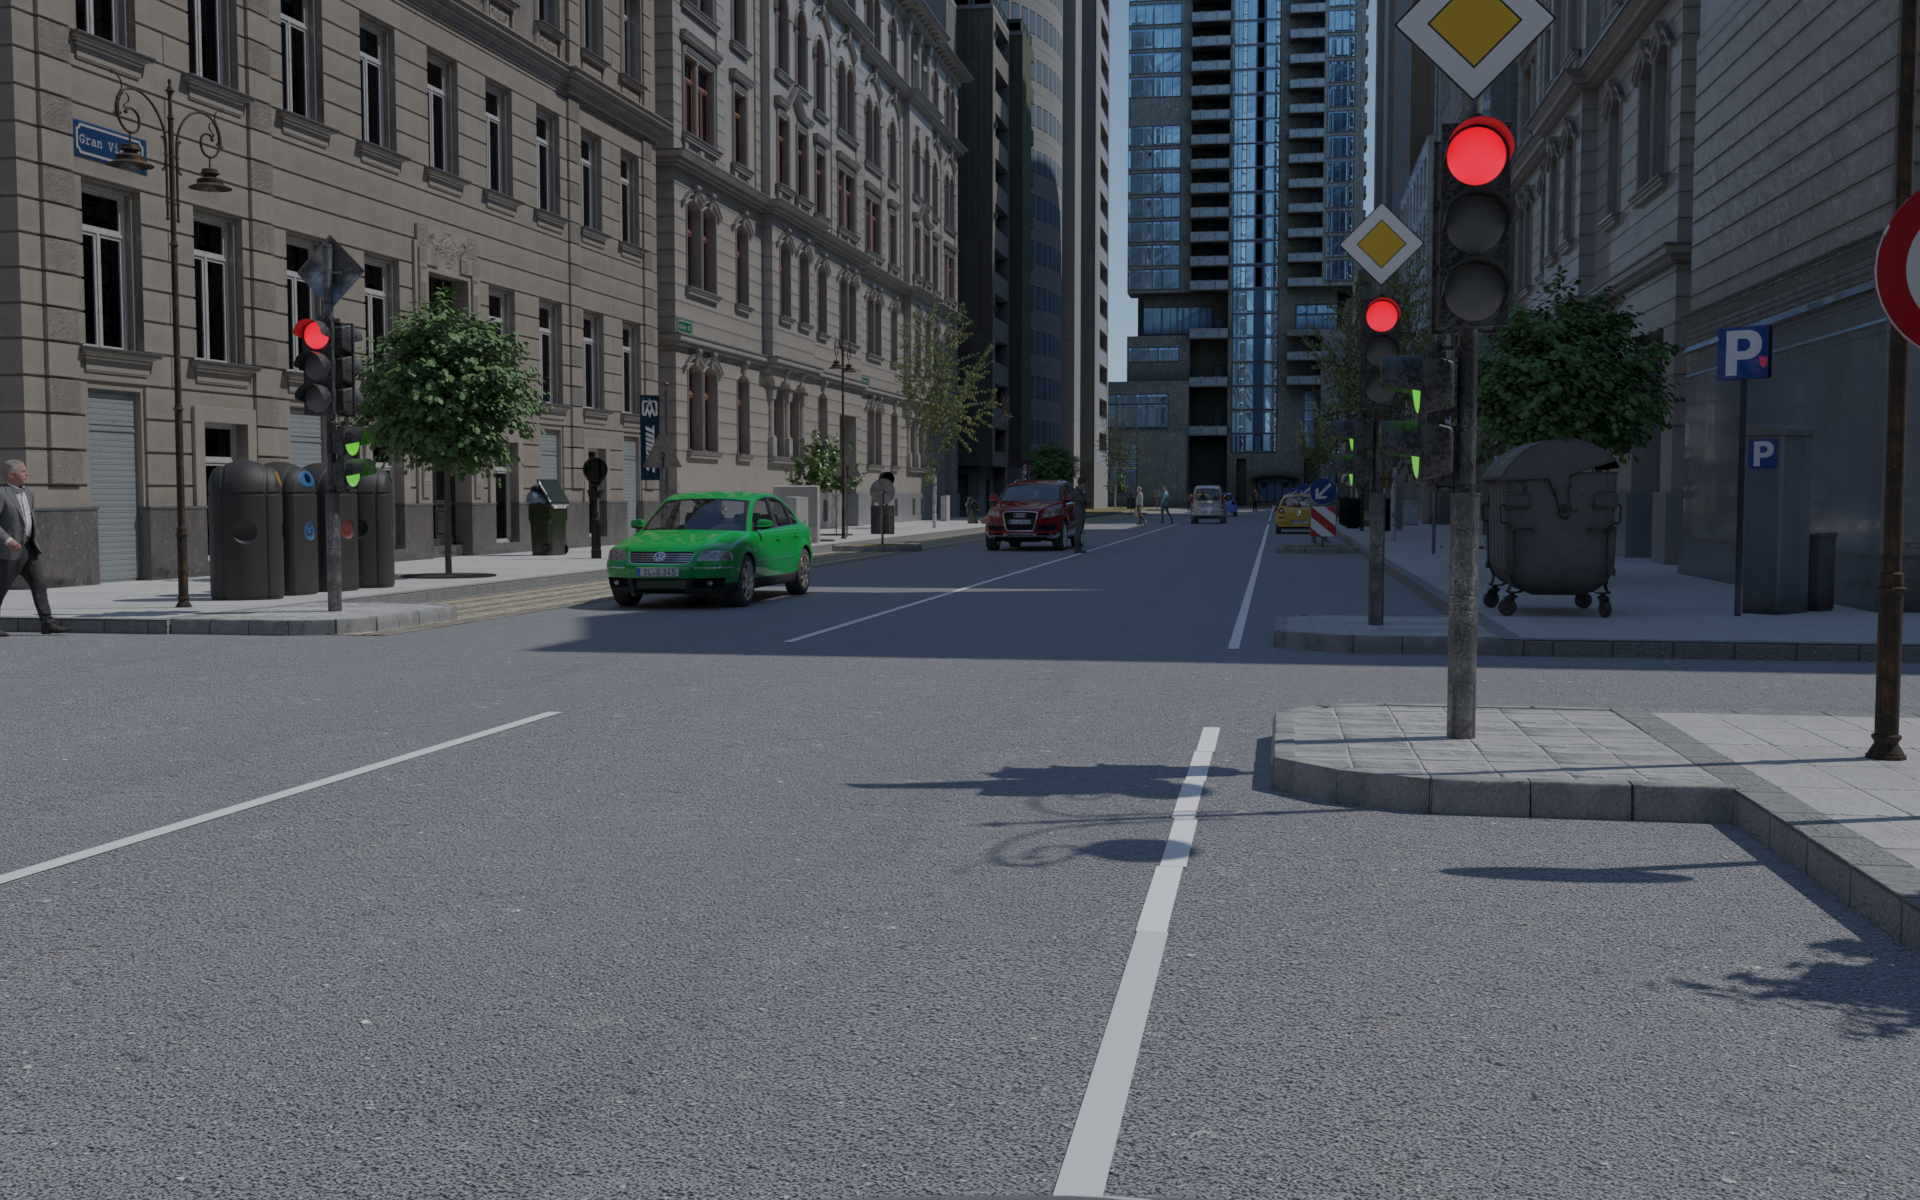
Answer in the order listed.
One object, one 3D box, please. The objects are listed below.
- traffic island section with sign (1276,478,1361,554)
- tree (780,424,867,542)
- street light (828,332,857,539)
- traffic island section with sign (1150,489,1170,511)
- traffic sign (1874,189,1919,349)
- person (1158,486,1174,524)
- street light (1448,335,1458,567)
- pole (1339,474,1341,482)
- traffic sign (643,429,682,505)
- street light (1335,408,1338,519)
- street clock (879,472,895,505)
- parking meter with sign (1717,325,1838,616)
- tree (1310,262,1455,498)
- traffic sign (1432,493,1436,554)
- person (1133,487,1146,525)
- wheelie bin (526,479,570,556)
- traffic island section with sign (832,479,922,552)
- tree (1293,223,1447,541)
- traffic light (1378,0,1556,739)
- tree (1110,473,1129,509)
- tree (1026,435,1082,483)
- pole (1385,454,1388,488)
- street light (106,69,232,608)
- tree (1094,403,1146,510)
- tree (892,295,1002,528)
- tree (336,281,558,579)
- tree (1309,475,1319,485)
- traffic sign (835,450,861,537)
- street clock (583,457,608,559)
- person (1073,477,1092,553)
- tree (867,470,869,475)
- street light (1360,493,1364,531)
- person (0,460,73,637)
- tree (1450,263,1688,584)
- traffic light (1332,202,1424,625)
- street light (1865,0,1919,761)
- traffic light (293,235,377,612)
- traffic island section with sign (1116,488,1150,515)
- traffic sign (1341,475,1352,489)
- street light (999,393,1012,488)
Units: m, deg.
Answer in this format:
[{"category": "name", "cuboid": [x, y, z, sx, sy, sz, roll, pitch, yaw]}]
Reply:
[{"category": "traffic island section with sign", "cuboid": [8.761, -2.067, 42.418, 1.989, 1.847, 2.006, 1, 4, 10]}, {"category": "tree", "cuboid": [-3.830, -3.210, 47.088, 1.663, 3.219, 1.824, 0, 3, 0]}, {"category": "street light", "cuboid": [-3.340, -4.690, 49.477, 0.468, 5.910, 1.993, 1, 4, 10]}, {"category": "traffic island section with sign", "cuboid": [16.689, -8.392, 145.838, 1.989, 1.847, 2.006, 1, 4, 10]}, {"category": "traffic sign", "cuboid": [3.990, -0.411, 6.820, 0.768, 2.556, 0.104, 1, 4, 18]}, {"category": "person", "cuboid": [9.864, -4.566, 83.009, 0.748, 1.841, 0.638, 3, 4, 36]}, {"category": "street light", "cuboid": [8.679, -3.517, 30.286, 0.468, 5.910, 1.993, 1, 4, 10]}, {"category": "pole", "cuboid": [19.897, -5.904, 90.379, 0.158, 3.312, 0.155, 0, 3, 0]}, {"category": "traffic sign", "cuboid": [-5.983, -2.125, 34.754, 0.884, 2.594, 0.081, 1, 4, 20]}, {"category": "street light", "cuboid": [19.400, -7.124, 89.272, 0.468, 5.910, 1.993, 1, 4, 10]}, {"category": "street clock", "cuboid": [-2.359, -3.130, 55.753, 0.471, 2.002, 0.358, -2, 4, -29]}, {"category": "parking meter with sign", "cuboid": [8.820, -1.366, 18.600, 1.738, 3.016, 0.543, -3, 4, -38]}, {"category": "tree", "cuboid": [13.281, -6.387, 54.788, 4.360, 8.622, 3.978, 0, 3, 0]}, {"category": "traffic sign", "cuboid": [10.110, -2.250, 36.901, 0.768, 2.556, 0.104, 1, 4, 11]}, {"category": "person", "cuboid": [8.384, -4.383, 80.648, 0.515, 1.767, 0.782, 0, 4, -6]}, {"category": "wheelie bin", "cuboid": [-8.658, -1.735, 36.273, 0.693, 1.594, 0.980, 2, 4, 25]}, {"category": "traffic island section with sign", "cuboid": [-2.015, -2.138, 43.586, 1.989, 1.847, 2.006, 1, 4, 10]}, {"category": "tree", "cuboid": [11.707, -5.927, 47.270, 4.737, 8.622, 4.395, 0, 3, 0]}, {"category": "traffic light", "cuboid": [2.622, -1.229, 9.013, 0.839, 4.253, 0.868, 1, 4, 10]}, {"category": "tree", "cuboid": [13.549, -9.195, 144.938, 1.663, 3.219, 1.824, 0, 3, 0]}, {"category": "tree", "cuboid": [5.003, -6.833, 95.439, 4.285, 4.588, 4.351, 0, 3, 0]}, {"category": "pole", "cuboid": [20.798, -5.545, 84.510, 0.158, 3.312, 0.155, 0, 3, 0]}, {"category": "street light", "cuboid": [-8.795, -2.854, 19.444, 0.468, 5.910, 1.993, 1, 4, 10]}, {"category": "tree", "cuboid": [12.664, -11.574, 139.596, 4.360, 8.622, 3.978, 0, 3, 0]}, {"category": "tree", "cuboid": [-0.759, -7.020, 65.133, 4.737, 8.622, 4.395, 0, 3, 0]}, {"category": "tree", "cuboid": [-7.855, -2.631, 26.735, 4.285, 4.588, 4.351, 0, 3, 0]}, {"category": "tree", "cuboid": [32.247, -10.015, 158.354, 1.663, 3.219, 1.824, 0, 3, 0]}, {"category": "traffic sign", "cuboid": [-3.359, -3.139, 51.330, 0.884, 2.594, 0.081, 1, 4, 14]}, {"category": "street clock", "cuboid": [-7.223, -1.821, 34.338, 0.471, 2.002, 0.358, -1, 4, -18]}, {"category": "person", "cuboid": [2.964, -2.060, 41.983, 0.447, 1.846, 0.655, 1, 4, 9]}, {"category": "tree", "cuboid": [-3.848, -3.600, 53.469, 1.663, 3.219, 1.824, 0, 3, 0]}, {"category": "street light", "cuboid": [13.922, -5.322, 59.800, 0.468, 5.910, 1.993, 1, 4, 10]}, {"category": "person", "cuboid": [-9.425, -0.521, 17.422, 0.834, 1.777, 0.661, 0, 4, 2]}, {"category": "tree", "cuboid": [8.562, -2.517, 24.860, 4.285, 4.588, 4.351, 0, 3, 0]}, {"category": "traffic light", "cuboid": [4.059, -1.709, 16.868, 0.839, 4.253, 0.868, 1, 4, 10]}, {"category": "street light", "cuboid": [4.493, -2.167, 8.226, 0.468, 5.910, 1.993, 1, 4, 10]}, {"category": "traffic light", "cuboid": [-6.825, -1.830, 18.836, 0.839, 4.253, 0.868, 1, 4, 10]}, {"category": "traffic island section with sign", "cuboid": [11.842, -6.770, 119.320, 1.989, 1.847, 2.006, 1, 4, 10]}, {"category": "traffic sign", "cuboid": [20.027, -5.353, 89.653, 0.606, 2.300, 0.079, 1, 4, 11]}, {"category": "street light", "cuboid": [2.107, -6.500, 79.068, 0.468, 5.910, 1.993, 1, 4, 10]}]
